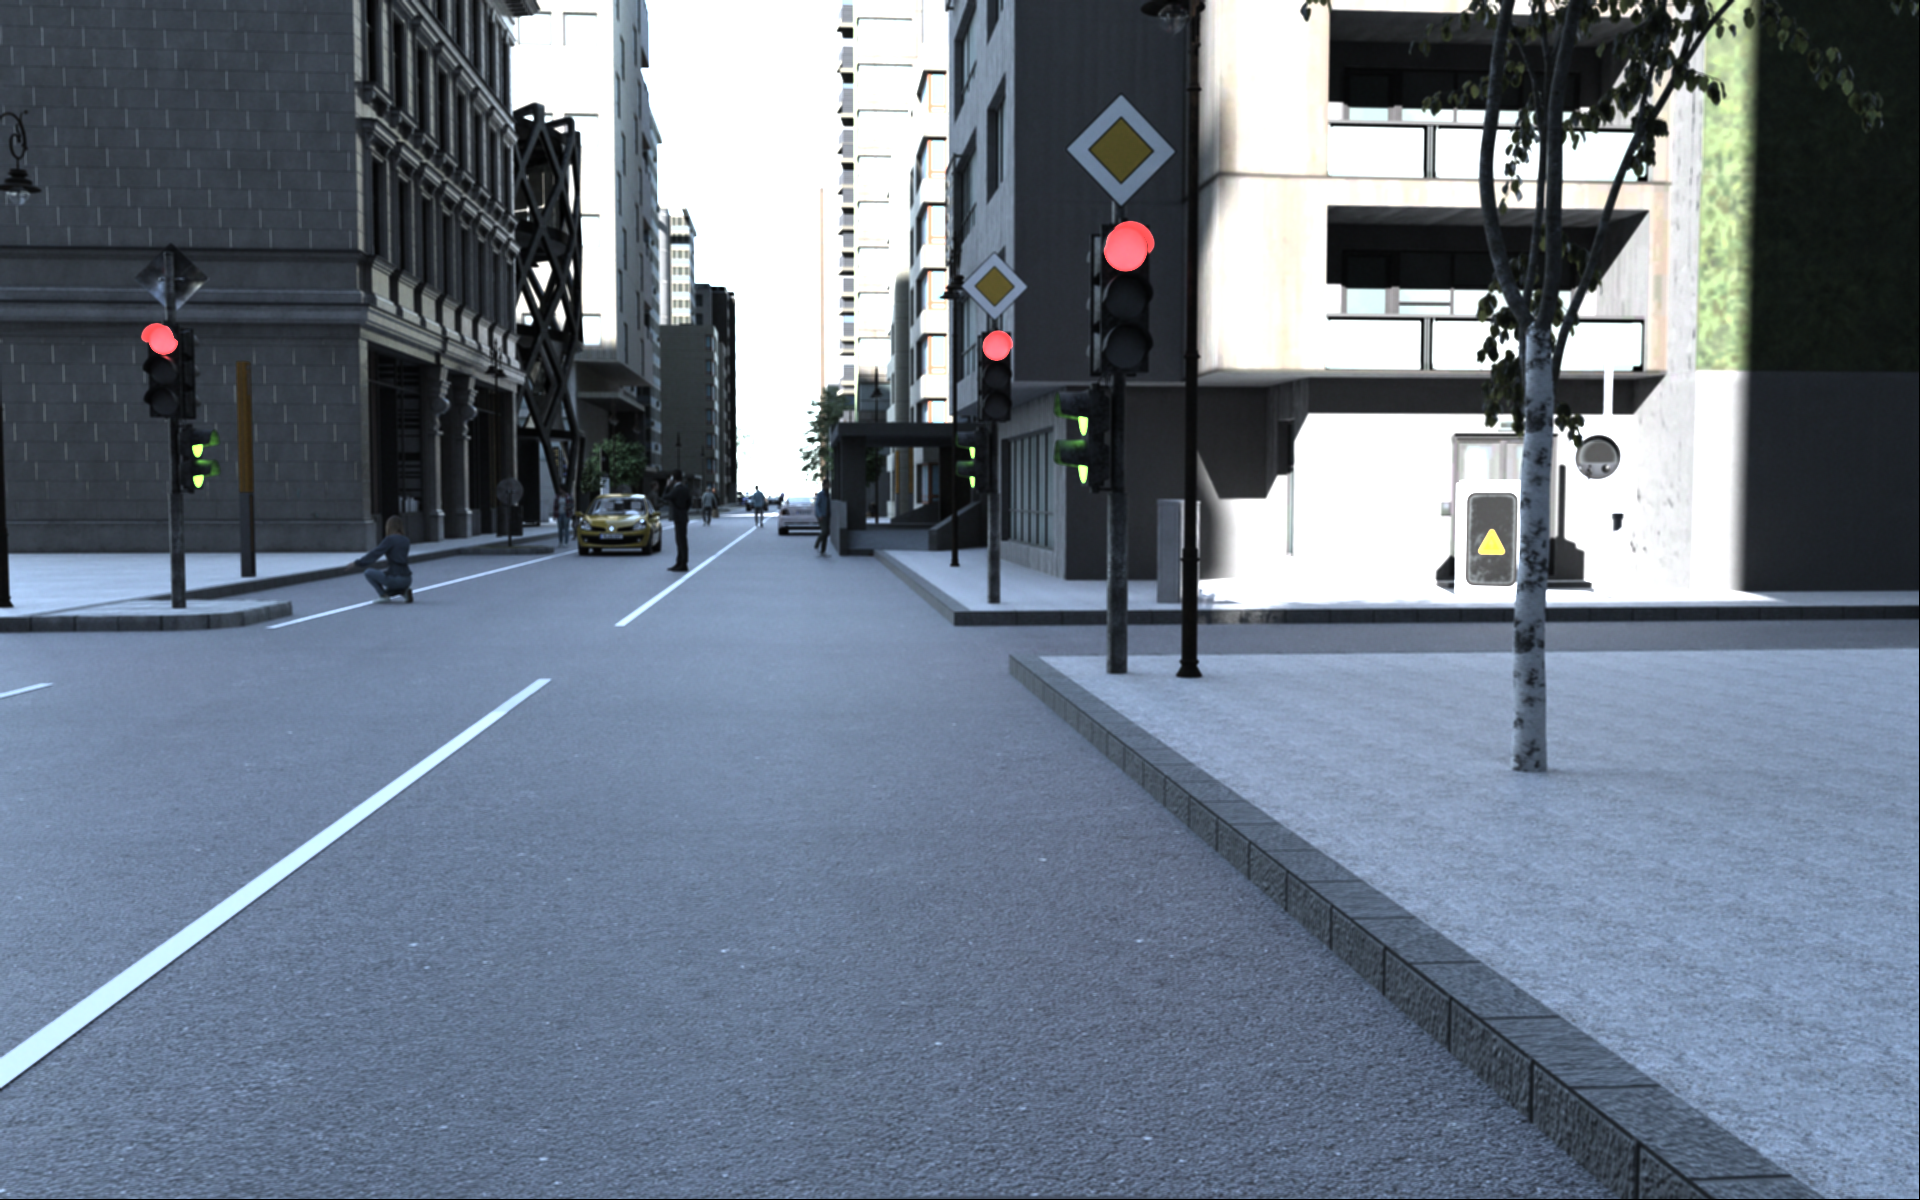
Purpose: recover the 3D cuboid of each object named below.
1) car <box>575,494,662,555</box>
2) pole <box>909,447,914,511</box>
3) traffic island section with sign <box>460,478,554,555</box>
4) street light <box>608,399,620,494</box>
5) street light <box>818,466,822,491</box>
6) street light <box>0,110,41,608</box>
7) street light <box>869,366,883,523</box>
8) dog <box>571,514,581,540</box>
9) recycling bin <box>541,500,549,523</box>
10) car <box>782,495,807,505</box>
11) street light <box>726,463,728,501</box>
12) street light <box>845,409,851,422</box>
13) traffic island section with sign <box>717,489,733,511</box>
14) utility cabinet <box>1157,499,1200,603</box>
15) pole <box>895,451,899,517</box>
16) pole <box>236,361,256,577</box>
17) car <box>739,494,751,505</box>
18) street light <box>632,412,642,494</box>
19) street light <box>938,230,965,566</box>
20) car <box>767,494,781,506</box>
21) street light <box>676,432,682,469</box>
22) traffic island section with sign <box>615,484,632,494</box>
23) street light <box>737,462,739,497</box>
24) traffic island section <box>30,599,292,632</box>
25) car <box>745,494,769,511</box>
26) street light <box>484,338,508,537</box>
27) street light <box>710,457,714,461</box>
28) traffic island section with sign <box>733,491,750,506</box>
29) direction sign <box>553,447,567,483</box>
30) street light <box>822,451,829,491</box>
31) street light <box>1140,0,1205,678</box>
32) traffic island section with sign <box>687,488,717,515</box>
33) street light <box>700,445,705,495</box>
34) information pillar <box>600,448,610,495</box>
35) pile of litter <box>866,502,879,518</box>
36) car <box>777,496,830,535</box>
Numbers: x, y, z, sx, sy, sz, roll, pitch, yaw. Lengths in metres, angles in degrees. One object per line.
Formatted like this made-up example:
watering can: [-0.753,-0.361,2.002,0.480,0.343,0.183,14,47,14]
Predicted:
car: [-8.206,-1.936,41.872,2.015,1.641,3.980,0,4,-5]
pole: [-1.902,-4.507,67.526,0.158,3.312,0.155,0,3,0]
traffic island section with sign: [-10.865,-2.024,41.717,1.989,1.847,2.006,0,4,-5]
street light: [-16.741,-6.796,83.900,0.468,5.910,1.993,0,4,-5]
street light: [-17.518,-15.212,221.495,0.468,5.910,1.993,0,4,-5]
street light: [-10.843,-2.855,19.475,0.468,5.910,1.993,0,4,-5]
street light: [-3.017,-5.499,62.692,0.468,5.910,1.993,0,4,-5]
dog: [-11.867,-2.298,54.405,0.800,0.831,0.513,1,4,18]
recycling bin: [-18.973,-3.995,77.875,0.722,1.027,0.722,3,5,40]
car: [-10.060,-5.843,107.892,2.083,1.381,4.827,0,4,-4]
street light: [-28.434,-14.595,211.423,0.468,5.910,1.993,0,4,-5]
street light: [-5.988,-7.462,94.796,0.468,5.910,1.993,0,4,-5]
traffic island section with sign: [-20.380,-8.375,145.561,1.989,1.847,2.006,0,4,-5]
utility cabinet: [2.633,-0.589,20.788,0.306,1.237,1.020,1,4,21]
pole: [-2.962,-5.389,81.946,0.158,3.312,0.155,0,3,0]
pole: [-11.021,-2.012,26.732,0.158,3.312,0.155,0,3,0]
car: [-26.742,-12.698,217.205,1.945,1.707,3.694,0,4,-3]
street light: [-17.917,-7.548,96.199,0.468,5.910,1.993,0,4,-5]
street light: [-0.091,-3.535,30.585,0.468,5.910,1.993,0,4,-5]
car: [-22.614,-12.244,209.980,2.009,1.686,4.222,0,4,-4]
street light: [-20.832,-9.512,128.308,0.468,5.910,1.993,0,4,-5]
traffic island section with sign: [-13.350,-3.684,68.857,1.989,1.847,2.006,0,4,-5]
street light: [-31.299,-16.560,243.536,0.468,5.910,1.993,0,4,-5]
traffic island section: [-8.834,0.167,19.548,2.009,0.180,2.903,0,4,-5]
car: [-17.230,-8.402,147.154,2.009,1.686,4.222,0,4,-4]
street light: [-13.782,-4.819,51.581,0.468,5.910,1.993,0,4,-5]
street light: [-25.486,-12.582,178.506,0.468,5.910,1.993,0,4,-5]
traffic island section with sign: [-25.493,-11.790,201.396,1.989,1.847,2.006,0,4,-5]
direction sign: [-19.098,-5.561,82.914,0.876,3.537,0.379,1,4,20]
street light: [-14.608,-13.248,189.386,0.468,5.910,1.993,0,4,-5]
street light: [1.611,-2.398,11.998,0.468,5.910,1.993,0,4,-5]
traffic island section with sign: [-17.923,-6.733,118.718,1.989,1.847,2.006,0,4,-5]
street light: [-23.784,-11.476,160.413,0.468,5.910,1.993,0,4,-5]
information pillar: [-18.072,-5.919,88.132,0.504,3.616,0.183,-3,5,-43]
pile of litter: [-5.032,-4.955,94.979,1.176,0.858,1.719,-1,4,-9]
car: [-5.557,-3.053,62.283,2.083,1.381,4.827,0,4,-4]
